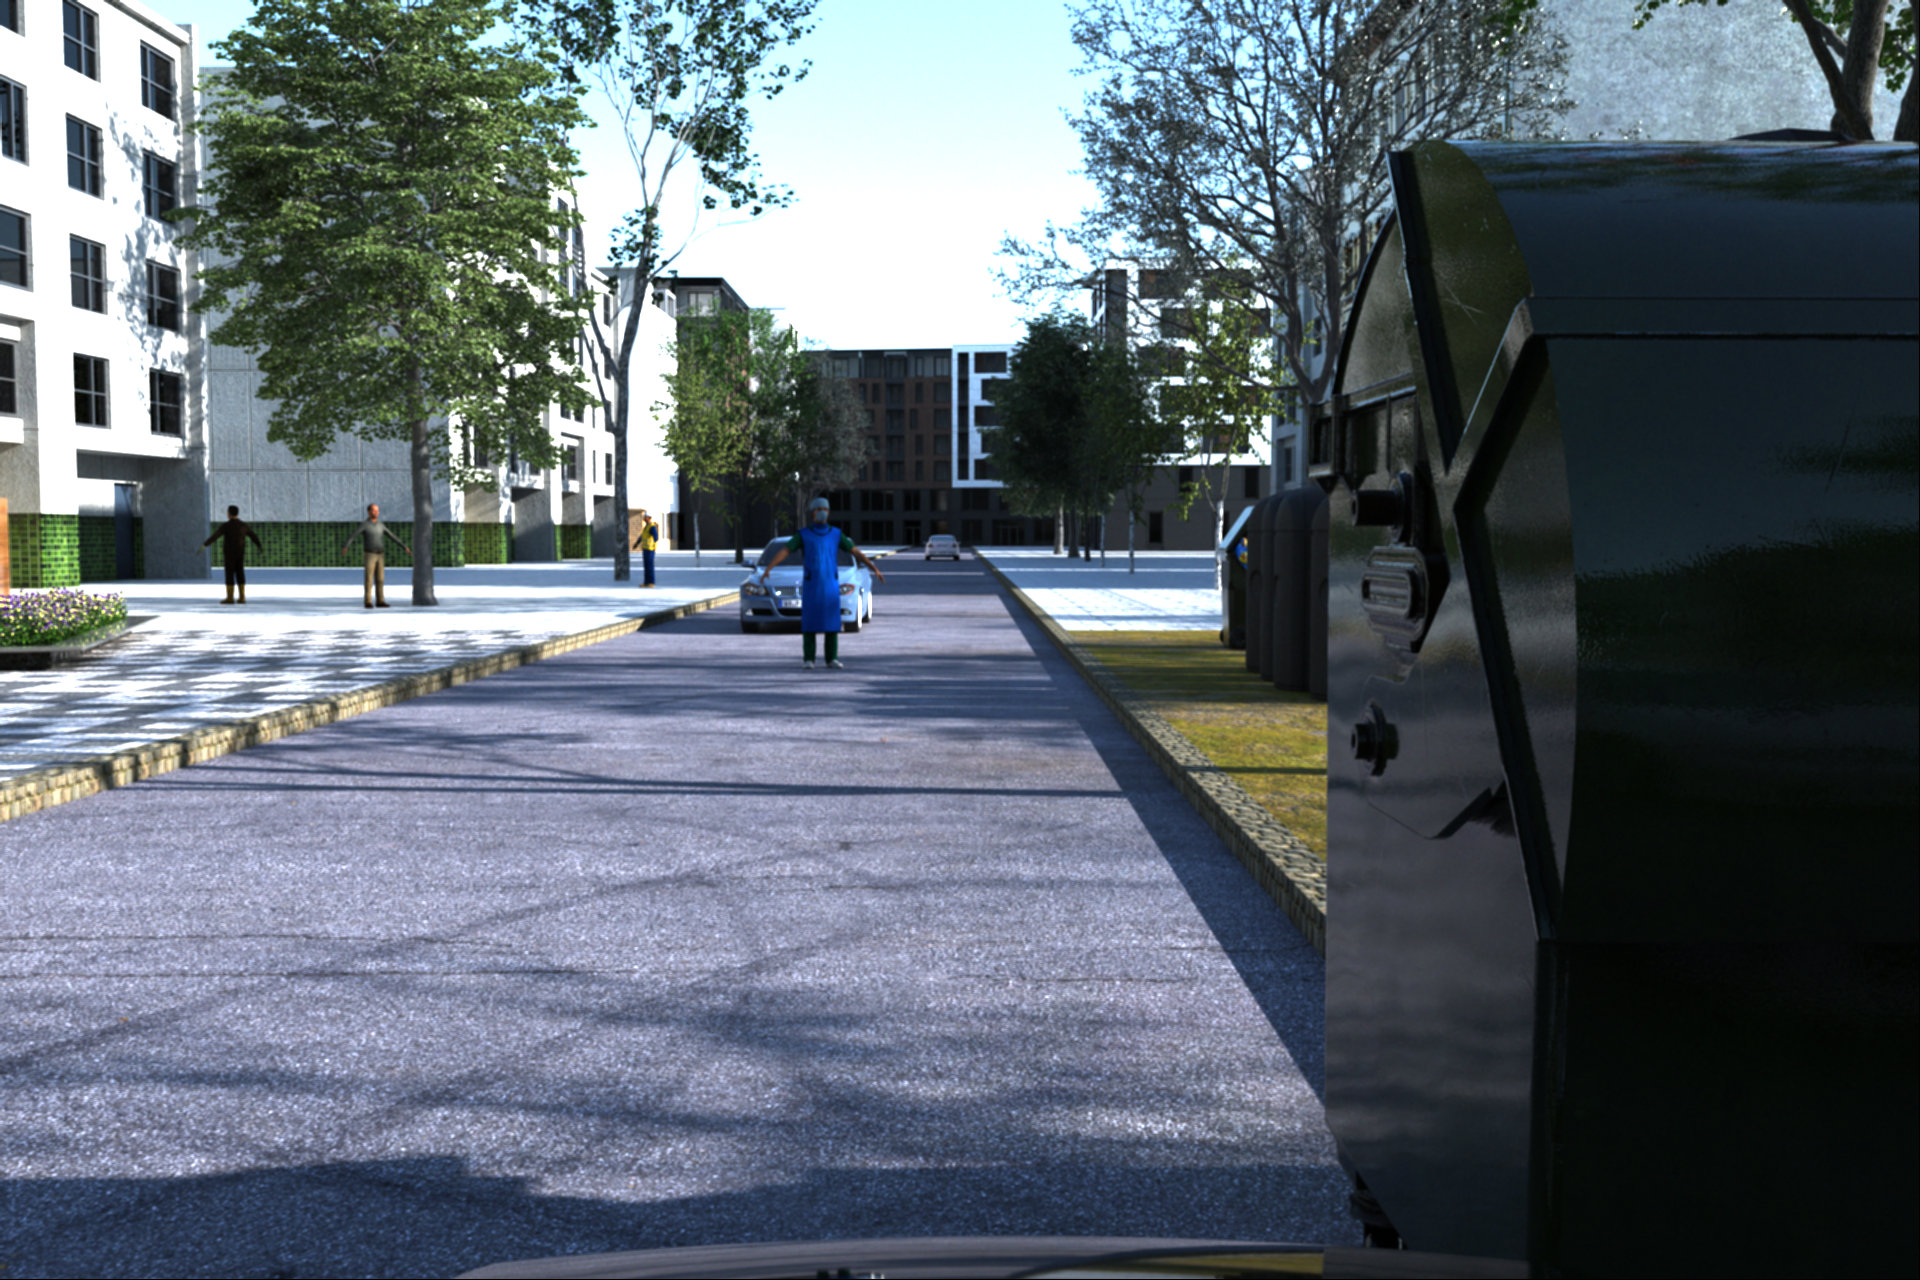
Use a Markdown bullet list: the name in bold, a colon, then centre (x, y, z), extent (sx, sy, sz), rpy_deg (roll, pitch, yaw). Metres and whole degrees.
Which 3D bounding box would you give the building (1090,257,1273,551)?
- **building**: centre (24.621, -18.367, 144.280), extent (27.936, 21.610, 32.646), rpy_deg (0, 4, 0)

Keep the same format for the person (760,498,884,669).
- **person**: centre (-1.480, -0.605, 18.473), extent (1.347, 1.817, 0.704), rpy_deg (-1, 4, -17)

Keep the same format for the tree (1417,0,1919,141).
- **tree**: centre (4.650, -5.064, 8.545), extent (9.928, 11.665, 9.643), rpy_deg (0, 3, 0)

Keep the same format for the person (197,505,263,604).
- **person**: centre (-13.387, -1.575, 31.896), extent (0.704, 1.812, 1.346), rpy_deg (2, 4, 33)

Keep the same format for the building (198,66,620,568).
- **building**: centre (-27.620, -13.158, 81.596), extent (16.747, 18.905, 31.486), rpy_deg (0, 4, 1)

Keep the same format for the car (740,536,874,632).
- **car**: centre (-2.312, -0.901, 26.740), extent (2.014, 1.417, 4.499), rpy_deg (0, 3, 0)

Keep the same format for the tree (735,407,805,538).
- **tree**: centre (-10.099, -8.749, 93.414), extent (4.737, 8.622, 4.395), rpy_deg (0, 3, 0)

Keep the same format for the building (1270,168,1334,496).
- **building**: centre (25.021, -12.864, 76.792), extent (16.747, 18.905, 31.486), rpy_deg (0, 3, 0)

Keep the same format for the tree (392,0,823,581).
- **tree**: centre (-10.022, -11.790, 48.650), extent (12.611, 20.169, 13.585), rpy_deg (0, 3, 0)

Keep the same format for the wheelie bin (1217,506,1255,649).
- **wheelie bin**: centre (3.279, -0.711, 19.537), extent (0.693, 1.594, 0.980), rpy_deg (0, 4, -1)

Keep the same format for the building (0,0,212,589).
- **building**: centre (-29.938, -10.209, 33.382), extent (16.747, 18.905, 31.486), rpy_deg (0, 4, 0)

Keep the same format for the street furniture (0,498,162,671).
- **street furniture**: centre (-11.789, -0.645, 17.395), extent (11.010, 1.723, 9.812), rpy_deg (-1, 4, -19)

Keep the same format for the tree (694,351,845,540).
- **tree**: centre (-9.325, -9.189, 84.654), extent (8.767, 10.594, 7.601), rpy_deg (1, 4, 13)

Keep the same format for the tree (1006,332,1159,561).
- **tree**: centre (5.647, -8.949, 80.728), extent (7.601, 10.594, 8.767), rpy_deg (-1, 4, -16)

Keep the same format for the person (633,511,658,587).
- **person**: centre (-7.551, -2.193, 41.821), extent (0.705, 1.833, 1.349), rpy_deg (-2, 4, -32)

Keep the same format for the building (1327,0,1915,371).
- **building**: centre (21.587, -13.258, 47.705), extent (19.493, 23.208, 18.063), rpy_deg (0, 4, 0)

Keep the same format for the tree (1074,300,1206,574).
- **tree**: centre (5.758, -6.429, 55.478), extent (4.737, 8.622, 4.395), rpy_deg (0, 3, 0)

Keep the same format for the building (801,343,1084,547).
- **building**: centre (-0.967, -21.592, 199.466), extent (32.646, 21.610, 27.936), rpy_deg (1, 4, 9)

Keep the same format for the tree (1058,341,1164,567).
- **tree**: centre (5.392, -7.128, 66.899), extent (4.360, 8.622, 3.978), rpy_deg (0, 3, 0)

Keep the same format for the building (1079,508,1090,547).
- **building**: centre (21.902, -20.957, 173.583), extent (19.493, 23.208, 18.063), rpy_deg (0, 4, 0)

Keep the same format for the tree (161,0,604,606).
- **tree**: centre (-10.001, -6.878, 30.582), extent (7.486, 12.596, 7.792), rpy_deg (0, 3, 0)

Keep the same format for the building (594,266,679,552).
- **building**: centre (-27.221, -16.344, 123.646), extent (16.016, 20.090, 11.380), rpy_deg (0, 4, 0)

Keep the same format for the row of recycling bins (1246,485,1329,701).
- **row of recycling bins**: centre (3.099, -0.467, 14.750), extent (1.069, 1.692, 3.534), rpy_deg (0, 4, -1)

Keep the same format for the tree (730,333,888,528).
- **tree**: centre (-9.459, -11.930, 105.427), extent (12.009, 13.543, 11.850), rpy_deg (0, 3, 0)

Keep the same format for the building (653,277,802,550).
- **building**: centre (-29.452, -18.971, 154.146), extent (27.936, 21.610, 32.646), rpy_deg (0, 4, 0)

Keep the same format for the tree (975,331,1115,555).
- **tree**: centre (6.058, -12.295, 107.681), extent (9.857, 13.997, 8.962), rpy_deg (0, 3, 0)

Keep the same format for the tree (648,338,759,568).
- **tree**: centre (-9.835, -7.020, 65.133), extent (4.737, 8.622, 4.395), rpy_deg (0, 3, 0)

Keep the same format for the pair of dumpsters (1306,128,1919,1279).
- **pair of dumpsters**: centre (2.803, 0.141, 2.652), extent (4.436, 2.255, 1.574), rpy_deg (0, 4, -1)

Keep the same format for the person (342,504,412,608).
- **person**: centre (-10.182, -1.459, 30.125), extent (0.705, 1.796, 1.348), rpy_deg (3, 4, 39)

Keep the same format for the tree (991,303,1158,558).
- **tree**: centre (6.227, -11.485, 94.434), extent (9.857, 13.997, 8.962), rpy_deg (0, 3, 0)

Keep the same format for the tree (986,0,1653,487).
- **tree**: centre (6.035, -7.253, 28.961), extent (12.009, 13.543, 11.850), rpy_deg (0, 3, 0)

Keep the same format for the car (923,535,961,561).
- **car**: centre (-0.979, -5.060, 95.095), extent (2.083, 1.381, 4.827), rpy_deg (0, 4, -1)

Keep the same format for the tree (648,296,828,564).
- **tree**: centre (-9.587, -9.136, 75.129), extent (9.928, 11.665, 9.643), rpy_deg (0, 3, 0)

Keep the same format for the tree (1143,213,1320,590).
- **tree**: centre (6.034, -5.458, 39.599), extent (4.737, 8.622, 4.395), rpy_deg (0, 3, 0)
